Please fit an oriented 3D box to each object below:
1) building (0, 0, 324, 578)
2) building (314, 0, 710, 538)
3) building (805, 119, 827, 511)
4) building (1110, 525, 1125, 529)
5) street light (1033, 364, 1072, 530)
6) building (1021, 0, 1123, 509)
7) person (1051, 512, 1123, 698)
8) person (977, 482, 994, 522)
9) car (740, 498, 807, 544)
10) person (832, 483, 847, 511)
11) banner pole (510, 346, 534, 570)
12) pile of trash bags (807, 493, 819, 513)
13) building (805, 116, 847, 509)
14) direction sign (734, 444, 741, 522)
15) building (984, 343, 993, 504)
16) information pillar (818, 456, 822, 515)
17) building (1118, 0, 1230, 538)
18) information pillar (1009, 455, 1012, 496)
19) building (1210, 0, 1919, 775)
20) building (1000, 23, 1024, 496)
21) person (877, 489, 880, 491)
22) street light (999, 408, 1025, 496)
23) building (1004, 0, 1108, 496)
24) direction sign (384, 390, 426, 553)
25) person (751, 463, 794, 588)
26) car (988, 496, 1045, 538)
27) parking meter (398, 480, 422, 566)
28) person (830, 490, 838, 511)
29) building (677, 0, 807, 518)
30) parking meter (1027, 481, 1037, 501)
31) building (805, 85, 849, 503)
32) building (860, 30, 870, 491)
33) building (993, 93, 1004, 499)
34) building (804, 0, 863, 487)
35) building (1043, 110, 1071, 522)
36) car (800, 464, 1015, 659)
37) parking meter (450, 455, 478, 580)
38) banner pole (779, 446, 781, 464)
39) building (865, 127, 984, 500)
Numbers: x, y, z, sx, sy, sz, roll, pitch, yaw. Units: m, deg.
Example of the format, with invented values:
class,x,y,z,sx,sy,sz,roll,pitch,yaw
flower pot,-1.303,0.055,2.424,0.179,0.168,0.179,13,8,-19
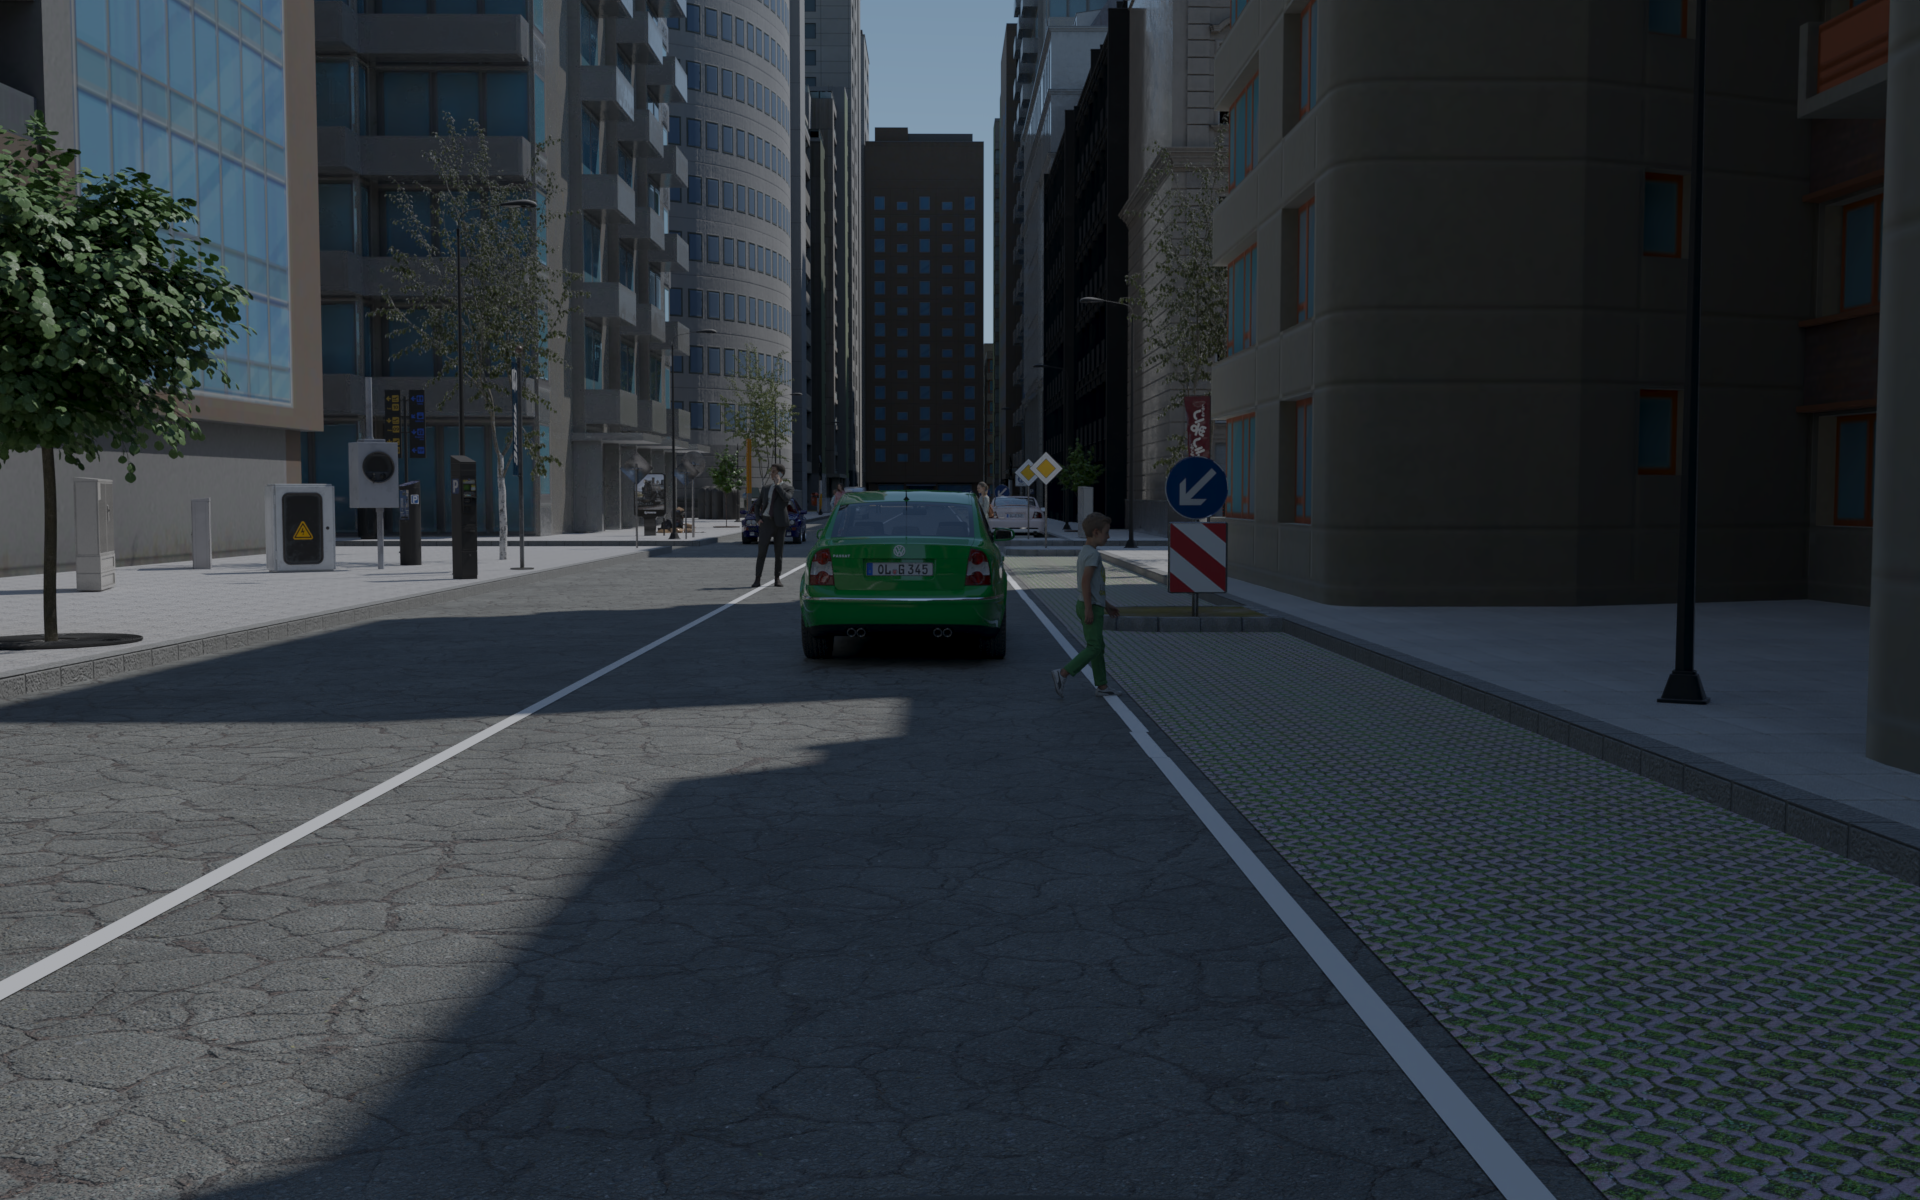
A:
class,x,y,z,sx,sy,sz,roll,pitch,yaw
building,-21.462,-23.304,31.127,14.200,45.320,14.600,0,4,-1
building,-22.328,-27.135,63.272,23.786,49.044,30.456,0,4,-1
building,-17.657,-21.979,131.056,14.160,30.474,14.107,0,4,-1
building,11.340,-14.700,70.024,12.332,23.373,15.834,0,4,-1
street light,3.305,-5.478,62.113,1.470,5.913,1.316,0,4,-1
building,10.120,-20.271,108.916,11.434,29.767,29.804,0,4,-1
person,0.890,0.037,12.151,0.590,1.304,0.306,-2,4,-25
person,0.500,-1.778,38.571,0.522,1.701,0.512,-1,4,-21
car,-5.444,-2.343,50.891,1.945,1.354,3.894,0,4,-2
person,-4.287,-3.265,61.888,0.555,1.821,0.388,0,4,4
banner pole,-7.434,-2.391,29.109,0.401,3.779,0.863,0,4,-3
pile of trash bags,-11.099,-6.742,119.990,3.447,1.369,1.912,3,4,36
building,-26.273,-27.999,149.668,32.217,40.220,23.993,0,4,-1
direction sign,-10.134,-5.321,78.989,0.379,3.537,0.876,0,4,-7
building,17.518,-23.114,222.953,28.899,21.520,27.650,0,4,-1
information pillar,-8.500,-6.978,105.451,0.183,3.616,0.504,-1,4,-16
building,18.070,-15.780,55.272,25.104,27.353,12.463,0,4,-1
information pillar,2.985,-6.815,102.783,0.183,3.616,0.504,1,4,19
building,18.133,-10.318,13.736,27.650,21.520,28.899,0,4,-1
building,10.959,-31.383,163.229,14.600,45.320,14.200,0,4,-1
person,-6.083,-7.373,129.146,1.348,1.812,0.705,0,4,1
street light,2.908,-7.371,93.055,1.470,5.913,1.316,0,4,-1
building,15.773,-31.883,140.887,23.786,49.044,30.456,0,4,-1
direction sign,-12.042,-2.793,37.665,0.876,3.537,0.379,0,4,2
person,-2.884,-1.152,26.703,0.648,1.900,0.474,0,4,1
car,1.670,-2.526,53.661,2.083,1.381,4.827,0,4,1
parking meter,-9.908,-1.394,31.207,0.372,1.533,0.369,0,3,0
person,-4.717,-3.386,65.672,0.330,1.601,0.589,1,4,23
building,-20.754,-34.274,102.373,21.231,58.520,28.212,0,4,-1
parking meter,3.141,-4.292,75.883,0.399,1.863,0.255,1,4,16
building,-18.263,-29.673,168.741,14.154,41.232,14.086,0,4,-1
building,-25.585,-41.398,218.848,28.212,58.520,21.231,0,4,-1
building,10.993,-30.214,177.586,14.154,41.232,14.086,0,4,-1
building,-21.407,-45.838,187.709,20.611,71.187,20.563,0,4,-1
building,10.786,-15.698,86.340,12.332,23.373,15.834,0,4,-1
car,-0.451,-0.467,16.433,1.959,1.807,4.718,0,4,1
parking meter,-7.473,-1.248,26.113,0.255,1.863,0.399,-3,5,-42
banner pole,-9.190,-6.030,88.605,0.401,3.779,0.863,-1,4,-10
building,-4.321,-34.532,214.707,14.200,45.320,14.600,0,4,-1
